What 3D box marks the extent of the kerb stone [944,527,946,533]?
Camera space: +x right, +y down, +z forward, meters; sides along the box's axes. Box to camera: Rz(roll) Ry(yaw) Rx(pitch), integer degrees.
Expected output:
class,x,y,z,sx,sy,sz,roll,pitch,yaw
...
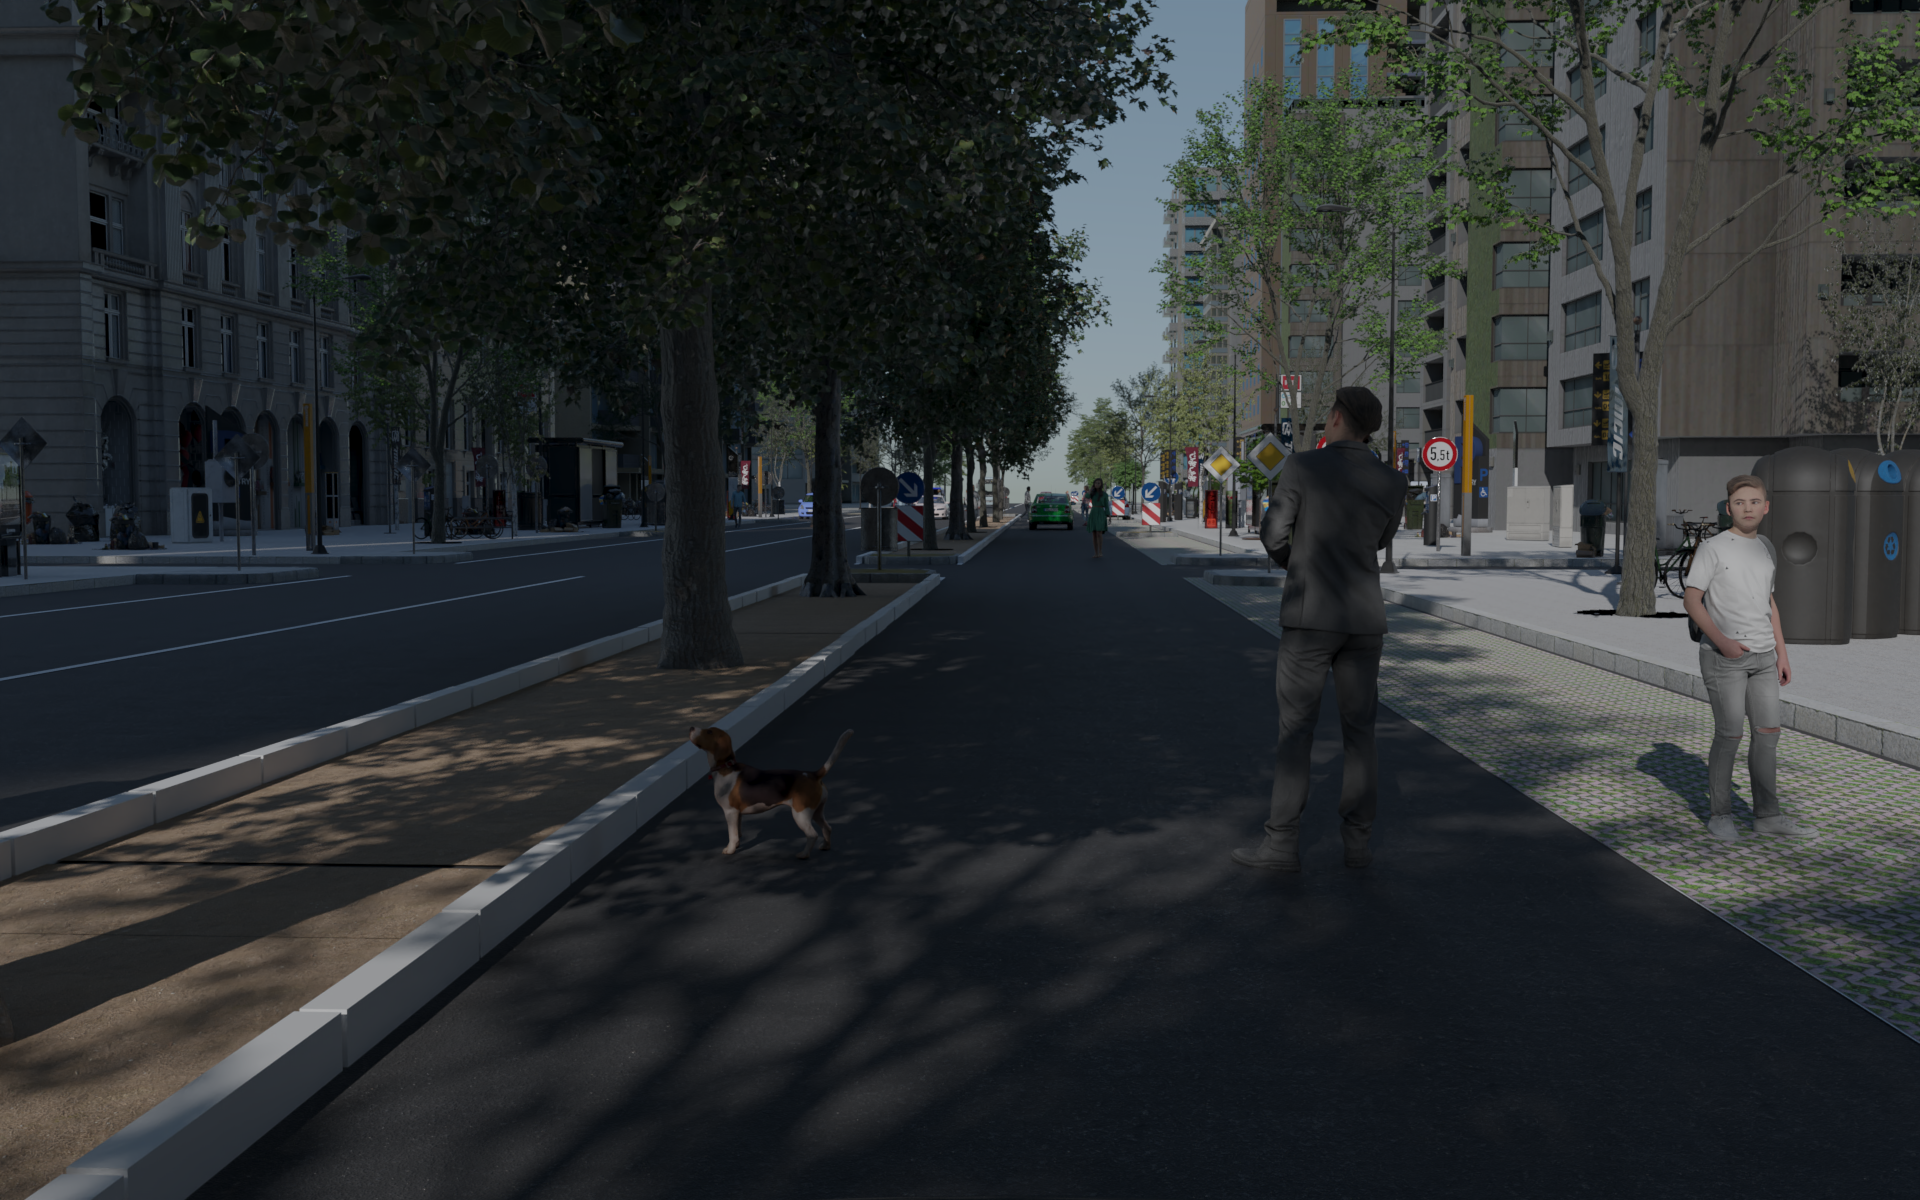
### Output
class,x,y,z,sx,sy,sz,roll,pitch,yaw
kerb stone,-0.687,-2.477,62.780,0.120,0.150,1.000,0,4,3

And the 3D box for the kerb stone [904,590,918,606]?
class,x,y,z,sx,sy,sz,roll,pitch,yaw
kerb stone,-0.667,0.001,22.223,0.120,0.150,1.000,0,4,3

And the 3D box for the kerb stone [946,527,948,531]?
class,x,y,z,sx,sy,sz,roll,pitch,yaw
kerb stone,-0.631,-2.542,63.800,0.120,0.150,1.000,0,4,3

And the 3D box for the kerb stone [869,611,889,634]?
class,x,y,z,sx,sy,sz,roll,pitch,yaw
kerb stone,-0.877,0.248,18.133,0.120,0.150,1.000,0,4,3

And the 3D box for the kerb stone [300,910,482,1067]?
class,x,y,z,sx,sy,sz,roll,pitch,yaw
kerb stone,-1.564,1.065,4.825,0.120,0.150,1.000,0,4,3

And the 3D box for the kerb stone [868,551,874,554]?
class,x,y,z,sx,sy,sz,roll,pitch,yaw
kerb stone,-2.002,-0.918,37.205,0.120,0.150,1.000,0,4,3

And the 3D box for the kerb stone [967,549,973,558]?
class,x,y,z,sx,sy,sz,roll,pitch,yaw
kerb stone,0.156,-0.975,38.140,0.120,0.150,1.000,0,4,3

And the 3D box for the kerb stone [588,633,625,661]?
class,x,y,z,sx,sy,sz,roll,pitch,yaw
kerb stone,-3.141,0.431,15.155,0.120,0.150,1.000,0,4,3

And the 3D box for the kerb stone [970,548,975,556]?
class,x,y,z,sx,sy,sz,roll,pitch,yaw
kerb stone,0.210,-1.034,39.173,0.120,0.150,1.000,0,4,3

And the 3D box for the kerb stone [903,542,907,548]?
class,x,y,z,sx,sy,sz,roll,pitch,yaw
kerb stone,-1.521,-1.480,46.396,0.120,0.150,1.000,0,4,3

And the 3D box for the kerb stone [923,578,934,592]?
class,x,y,z,sx,sy,sz,roll,pitch,yaw
kerb stone,-0.513,-0.182,25.301,0.120,0.150,1.000,0,4,3

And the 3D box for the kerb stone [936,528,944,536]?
class,x,y,z,sx,sy,sz,roll,pitch,yaw
kerb stone,-0.737,-2.420,61.758,0.120,0.150,1.000,0,4,3

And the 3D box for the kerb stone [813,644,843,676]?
class,x,y,z,sx,sy,sz,roll,pitch,yaw
kerb stone,-1.090,0.498,14.049,0.120,0.150,1.000,0,4,3

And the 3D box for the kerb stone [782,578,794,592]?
class,x,y,z,sx,sy,sz,roll,pitch,yaw
kerb stone,-2.605,-0.192,25.406,0.120,0.150,1.000,0,4,3

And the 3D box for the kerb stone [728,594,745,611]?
class,x,y,z,sx,sy,sz,roll,pitch,yaw
kerb stone,-2.831,0.057,21.309,0.120,0.150,1.000,0,4,3

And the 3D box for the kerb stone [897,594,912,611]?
class,x,y,z,sx,sy,sz,roll,pitch,yaw
kerb stone,-0.722,0.061,21.202,0.120,0.150,1.000,0,4,3

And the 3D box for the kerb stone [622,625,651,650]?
class,x,y,z,sx,sy,sz,roll,pitch,yaw
kerb stone,-3.089,0.375,16.181,0.120,0.150,1.000,0,4,3

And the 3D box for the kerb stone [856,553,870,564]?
class,x,y,z,sx,sy,sz,roll,pitch,yaw
kerb stone,-2.055,-0.855,36.182,0.120,0.150,1.000,0,4,3

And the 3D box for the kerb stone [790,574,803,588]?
class,x,y,z,sx,sy,sz,roll,pitch,yaw
kerb stone,-2.560,-0.259,26.429,0.120,0.150,1.000,0,4,3

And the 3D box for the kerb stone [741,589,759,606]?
class,x,y,z,sx,sy,sz,roll,pitch,yaw
kerb stone,-2.771,-0.006,22.336,0.120,0.150,1.000,0,4,3

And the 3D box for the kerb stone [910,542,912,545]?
class,x,y,z,sx,sy,sz,roll,pitch,yaw
kerb stone,-1.470,-1.541,47.417,0.120,0.150,1.000,0,4,3

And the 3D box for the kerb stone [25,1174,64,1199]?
class,x,y,z,sx,sy,sz,roll,pitch,yaw
kerb stone,-1.662,1.190,2.774,0.120,0.150,1.000,0,4,3

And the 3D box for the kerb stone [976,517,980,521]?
class,x,y,z,sx,sy,sz,roll,pitch,yaw
kerb stone,1.113,-4.607,97.595,0.120,0.150,1.000,0,4,3

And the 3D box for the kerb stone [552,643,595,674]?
class,x,y,z,sx,sy,sz,roll,pitch,yaw
kerb stone,-3.189,0.493,14.134,0.120,0.150,1.000,0,4,3

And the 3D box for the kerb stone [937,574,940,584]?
class,x,y,z,sx,sy,sz,roll,pitch,yaw
kerb stone,-0.406,-0.315,27.342,0.120,0.150,1.000,0,4,3

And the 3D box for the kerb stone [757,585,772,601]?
class,x,y,z,sx,sy,sz,roll,pitch,yaw
kerb stone,-2.708,-0.070,23.356,0.120,0.150,1.000,0,4,3

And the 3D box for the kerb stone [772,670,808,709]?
class,x,y,z,sx,sy,sz,roll,pitch,yaw
kerb stone,-1.196,0.628,11.989,0.120,0.150,1.000,0,4,3

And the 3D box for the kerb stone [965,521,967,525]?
class,x,y,z,sx,sy,sz,roll,pitch,yaw
kerb stone,0.427,-3.798,84.289,0.120,0.150,1.000,0,4,3

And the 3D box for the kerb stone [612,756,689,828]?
class,x,y,z,sx,sy,sz,roll,pitch,yaw
kerb stone,-1.413,0.875,7.892,0.120,0.150,1.000,0,4,3

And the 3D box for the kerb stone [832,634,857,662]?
class,x,y,z,sx,sy,sz,roll,pitch,yaw
kerb stone,-1.034,0.438,15.070,0.120,0.150,1.000,0,4,3

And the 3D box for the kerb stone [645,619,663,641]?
class,x,y,z,sx,sy,sz,roll,pitch,yaw
kerb stone,-3.029,0.305,17.202,0.120,0.150,1.000,0,4,3

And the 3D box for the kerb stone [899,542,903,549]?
class,x,y,z,sx,sy,sz,roll,pitch,yaw
kerb stone,-1.633,-1.355,44.353,0.120,0.150,1.000,0,4,3

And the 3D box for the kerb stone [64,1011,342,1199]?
class,x,y,z,sx,sy,sz,roll,pitch,yaw
kerb stone,-1.620,1.127,3.804,0.120,0.150,1.000,0,4,3

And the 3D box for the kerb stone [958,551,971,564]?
class,x,y,z,sx,sy,sz,roll,pitch,yaw
kerb stone,0.098,-0.910,37.115,0.120,0.150,1.000,0,4,3

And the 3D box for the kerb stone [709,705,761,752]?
class,x,y,z,sx,sy,sz,roll,pitch,yaw
kerb stone,-1.299,0.750,9.934,0.120,0.150,1.000,0,4,3

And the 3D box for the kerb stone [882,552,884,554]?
class,x,y,z,sx,sy,sz,roll,pitch,yaw
kerb stone,-1.891,-1.040,39.246,0.120,0.150,1.000,0,4,3

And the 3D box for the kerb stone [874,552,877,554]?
class,x,y,z,sx,sy,sz,roll,pitch,yaw
kerb stone,-1.951,-0.980,38.225,0.120,0.150,1.000,0,4,3

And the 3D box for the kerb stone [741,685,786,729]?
class,x,y,z,sx,sy,sz,roll,pitch,yaw
kerb stone,-1.251,0.687,10.961,0.120,0.150,1.000,0,4,3

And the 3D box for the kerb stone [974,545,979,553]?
class,x,y,z,sx,sy,sz,roll,pitch,yaw
kerb stone,0.310,-1.164,41.224,0.120,0.150,1.000,0,4,3

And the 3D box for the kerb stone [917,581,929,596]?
class,x,y,z,sx,sy,sz,roll,pitch,yaw
kerb stone,-0.570,-0.127,24.274,0.120,0.150,1.000,0,4,3

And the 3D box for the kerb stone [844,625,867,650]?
class,x,y,z,sx,sy,sz,roll,pitch,yaw
kerb stone,-0.997,0.373,16.092,0.120,0.150,1.000,0,4,3

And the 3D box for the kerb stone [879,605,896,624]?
class,x,y,z,sx,sy,sz,roll,pitch,yaw
kerb stone,-0.835,0.187,19.155,0.120,0.150,1.000,0,4,3

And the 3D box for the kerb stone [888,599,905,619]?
class,x,y,z,sx,sy,sz,roll,pitch,yaw
kerb stone,-0.773,0.123,20.181,0.120,0.150,1.000,0,4,3

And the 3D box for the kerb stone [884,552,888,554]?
class,x,y,z,sx,sy,sz,roll,pitch,yaw
kerb stone,-1.839,-1.103,40.267,0.120,0.150,1.000,0,4,3

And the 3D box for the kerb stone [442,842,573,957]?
class,x,y,z,sx,sy,sz,roll,pitch,yaw
kerb stone,-1.513,1.000,5.846,0.120,0.150,1.000,0,4,3

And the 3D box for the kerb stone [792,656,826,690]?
class,x,y,z,sx,sy,sz,roll,pitch,yaw
kerb stone,-1.148,0.561,13.020,0.120,0.150,1.000,0,4,3

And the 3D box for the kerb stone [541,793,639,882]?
class,x,y,z,sx,sy,sz,roll,pitch,yaw
kerb stone,-1.462,0.938,6.867,0.120,0.150,1.000,0,4,3

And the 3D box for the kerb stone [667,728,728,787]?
class,x,y,z,sx,sy,sz,roll,pitch,yaw
kerb stone,-1.358,0.815,8.913,0.120,0.150,1.000,0,4,3

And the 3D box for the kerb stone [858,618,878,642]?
class,x,y,z,sx,sy,sz,roll,pitch,yaw
kerb stone,-0.940,0.311,17.113,0.120,0.150,1.000,0,4,3

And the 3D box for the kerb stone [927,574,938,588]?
class,x,y,z,sx,sy,sz,roll,pitch,yaw
kerb stone,-0.462,-0.252,26.321,0.120,0.150,1.000,0,4,3

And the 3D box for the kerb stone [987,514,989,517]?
class,x,y,z,sx,sy,sz,roll,pitch,yaw
kerb stone,1.740,-5.358,109.878,0.120,0.150,1.000,0,4,3

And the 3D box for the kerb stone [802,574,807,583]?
class,x,y,z,sx,sy,sz,roll,pitch,yaw
kerb stone,-2.498,-0.319,27.449,0.120,0.150,1.000,0,4,3

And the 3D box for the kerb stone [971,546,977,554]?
class,x,y,z,sx,sy,sz,roll,pitch,yaw
kerb stone,0.256,-1.101,40.202,0.120,0.150,1.000,0,4,3

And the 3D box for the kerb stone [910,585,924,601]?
class,x,y,z,sx,sy,sz,roll,pitch,yaw
kerb stone,-0.613,-0.065,23.252,0.120,0.150,1.000,0,4,3

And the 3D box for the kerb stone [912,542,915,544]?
class,x,y,z,sx,sy,sz,roll,pitch,yaw
kerb stone,-1.423,-1.593,48.438,0.120,0.150,1.000,0,4,3

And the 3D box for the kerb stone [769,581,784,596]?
class,x,y,z,sx,sy,sz,roll,pitch,yaw
kerb stone,-2.654,-0.134,24.383,0.120,0.150,1.000,0,4,3
